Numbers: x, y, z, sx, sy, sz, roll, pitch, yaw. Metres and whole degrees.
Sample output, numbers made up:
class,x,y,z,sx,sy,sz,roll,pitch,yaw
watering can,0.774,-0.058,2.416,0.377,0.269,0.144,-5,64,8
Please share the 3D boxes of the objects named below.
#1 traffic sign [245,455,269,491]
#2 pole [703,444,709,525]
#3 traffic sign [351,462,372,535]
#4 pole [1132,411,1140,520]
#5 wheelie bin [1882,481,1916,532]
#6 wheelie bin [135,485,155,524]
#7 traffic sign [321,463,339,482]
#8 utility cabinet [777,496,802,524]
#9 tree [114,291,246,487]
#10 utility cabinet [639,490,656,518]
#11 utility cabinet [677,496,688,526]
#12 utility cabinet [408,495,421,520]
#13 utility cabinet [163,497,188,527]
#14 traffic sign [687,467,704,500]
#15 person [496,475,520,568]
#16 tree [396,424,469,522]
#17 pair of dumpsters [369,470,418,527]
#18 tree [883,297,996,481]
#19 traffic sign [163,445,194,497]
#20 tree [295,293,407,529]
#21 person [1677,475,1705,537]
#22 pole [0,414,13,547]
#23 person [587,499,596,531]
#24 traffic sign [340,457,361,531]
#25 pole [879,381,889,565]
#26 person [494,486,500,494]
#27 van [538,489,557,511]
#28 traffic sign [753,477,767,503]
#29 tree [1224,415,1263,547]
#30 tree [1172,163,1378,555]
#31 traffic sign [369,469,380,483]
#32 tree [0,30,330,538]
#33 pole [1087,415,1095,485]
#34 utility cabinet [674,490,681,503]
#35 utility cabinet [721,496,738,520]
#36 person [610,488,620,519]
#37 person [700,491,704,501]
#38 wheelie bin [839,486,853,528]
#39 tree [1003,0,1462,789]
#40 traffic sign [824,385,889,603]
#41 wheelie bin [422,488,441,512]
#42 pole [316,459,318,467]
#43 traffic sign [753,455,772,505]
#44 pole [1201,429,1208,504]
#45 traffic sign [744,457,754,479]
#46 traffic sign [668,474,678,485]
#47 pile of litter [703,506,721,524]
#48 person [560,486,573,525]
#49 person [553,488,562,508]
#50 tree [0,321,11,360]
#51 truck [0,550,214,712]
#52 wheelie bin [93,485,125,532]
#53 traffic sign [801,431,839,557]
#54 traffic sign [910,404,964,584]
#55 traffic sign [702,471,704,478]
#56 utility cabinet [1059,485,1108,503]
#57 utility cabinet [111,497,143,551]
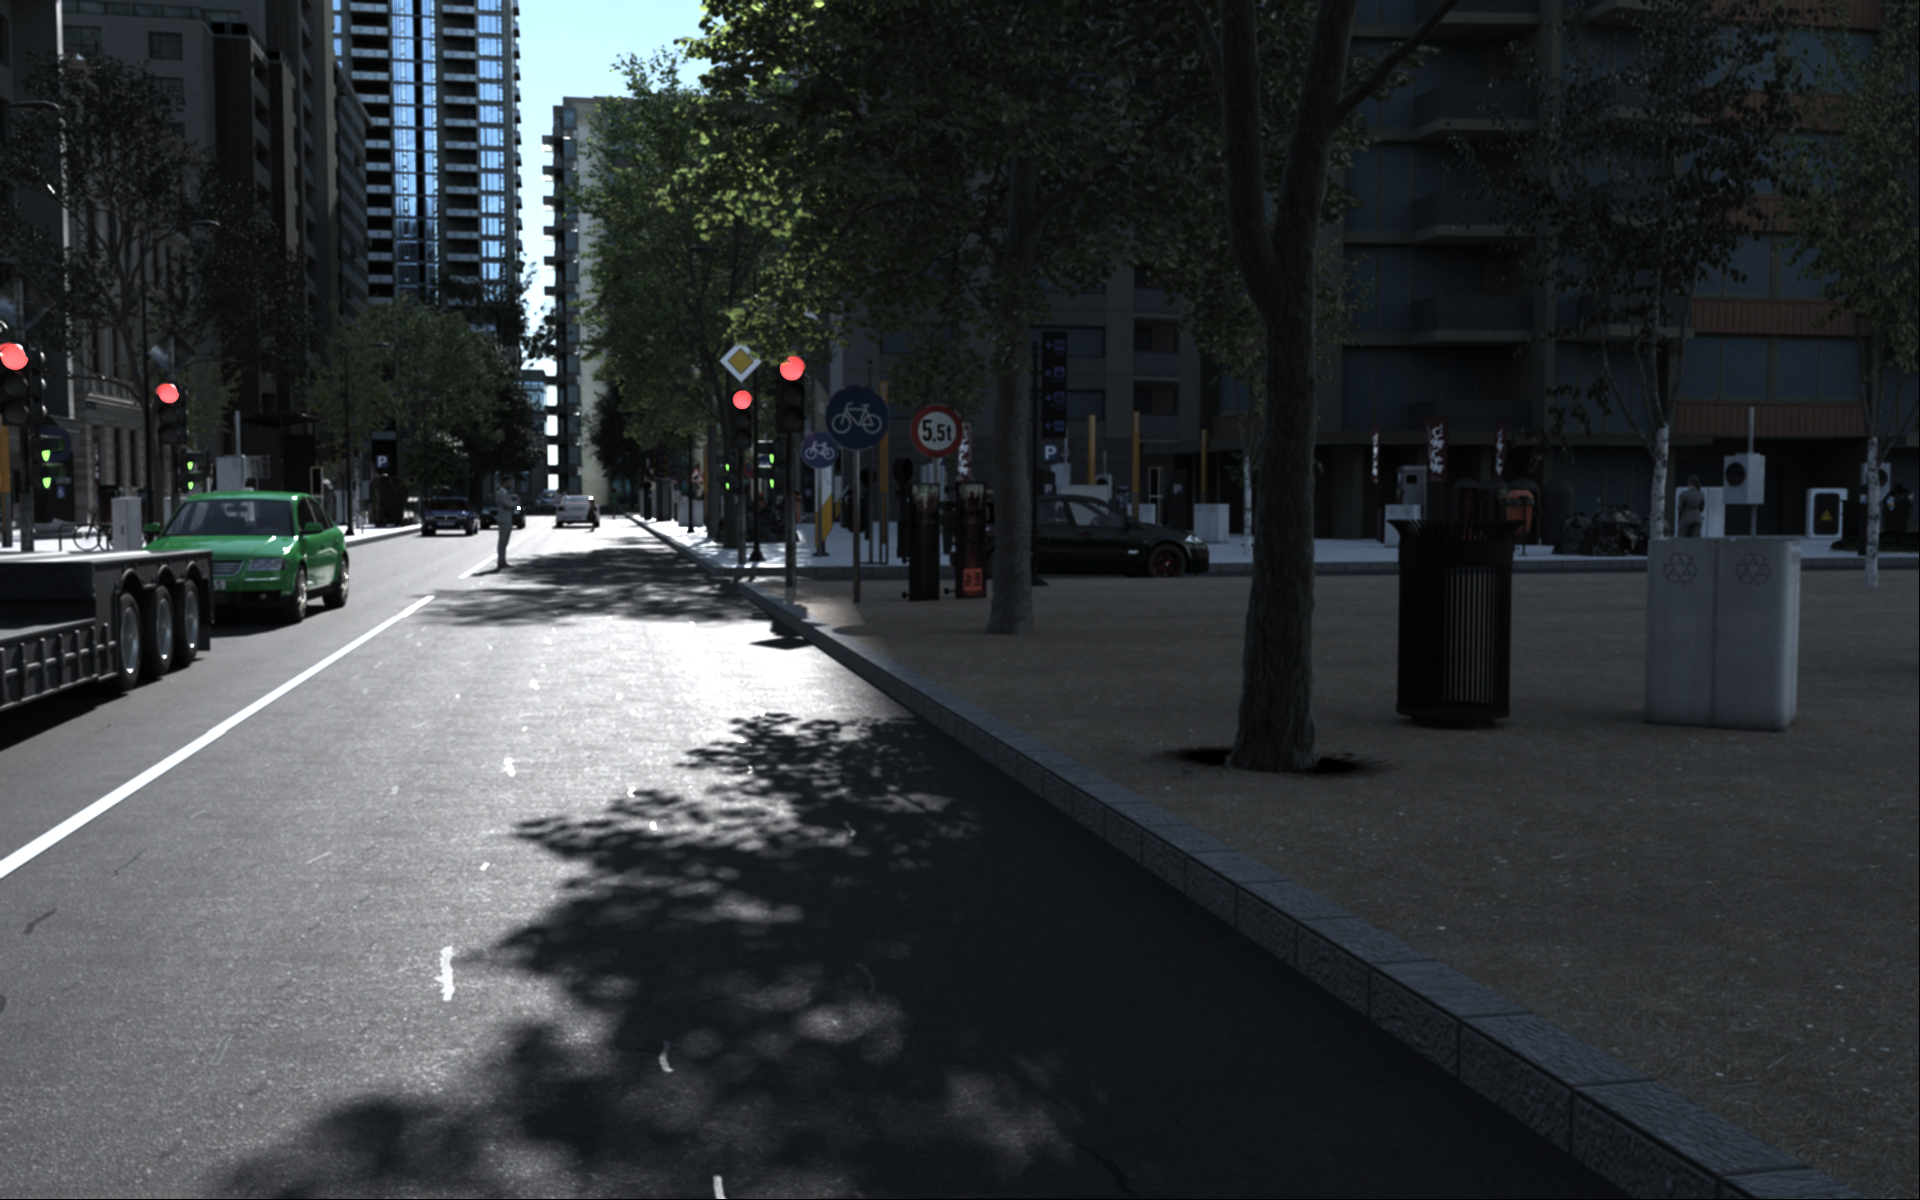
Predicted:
class,x,y,z,sx,sy,sz,roll,pitch,yaw
traffic sign,-18.613,-2.676,45.883,0.606,2.300,0.079,0,4,-4
pole,-10.354,-4.700,70.695,0.158,3.312,0.155,0,3,0
traffic sign,-18.894,-3.215,54.702,0.606,2.300,0.079,-1,4,-11
pole,4.329,-2.989,42.713,0.158,3.312,0.155,0,3,0
wheelie bin,23.119,-2.126,42.665,0.693,1.594,0.980,2,4,34
wheelie bin,-28.587,-3.242,60.918,0.693,1.594,0.980,-3,4,-37
traffic sign,-25.587,-4.291,70.267,0.768,2.556,0.104,0,4,-3
utility cabinet,-7.213,-3.792,73.166,1.020,1.237,0.306,-1,4,-17
tree,-28.826,-6.952,64.031,4.737,8.622,4.395,0,3,0
utility cabinet,-16.617,-5.157,93.002,1.173,1.500,0.318,1,4,22
utility cabinet,-11.270,-3.627,70.455,0.306,1.237,1.020,-1,4,-19
utility cabinet,-31.142,-5.336,98.406,1.020,1.237,0.306,1,4,16
utility cabinet,-15.437,-1.447,34.824,1.020,1.237,0.306,0,4,-2
traffic sign,-12.426,-4.994,81.663,0.884,2.594,0.081,0,4,-4
person,-8.728,-1.516,33.473,0.466,1.800,0.511,-1,4,-15
tree,-24.731,-5.970,81.319,4.285,4.588,4.351,0,3,0
pair of dumpsters,-22.494,-4.053,68.765,1.574,2.255,4.437,-1,4,-12
tree,-0.844,-6.770,61.055,4.737,8.622,4.395,0,3,0
traffic sign,-19.784,-2.679,43.901,0.768,2.556,0.104,0,4,-6
tree,-22.268,-6.928,63.636,4.737,8.622,4.395,0,3,0
person,13.799,-1.475,32.888,0.520,1.790,0.573,-1,4,-14
pole,-22.932,-2.920,41.588,0.158,3.312,0.155,0,3,0
person,-14.169,-3.266,66.565,0.373,1.253,0.362,-1,4,-14
traffic sign,-20.748,-3.606,59.071,0.768,2.556,0.104,0,4,-6
pole,-1.379,-2.292,31.321,0.158,3.312,0.155,0,3,0
person,-22.167,-4.549,83.053,0.511,1.800,0.466,0,4,-6
van,-35.079,-8.644,148.341,2.013,2.044,4.112,-1,4,-13
traffic sign,-6.513,-3.559,58.201,0.884,2.594,0.081,0,4,-8
tree,7.440,-2.932,42.532,1.663,3.219,1.824,0,3,0
tree,6.157,-5.236,35.965,4.737,8.622,4.395,0,3,0
traffic sign,-27.271,-4.857,80.590,0.795,2.450,0.064,0,4,-4
tree,-16.542,-6.168,35.253,7.601,10.594,8.767,2,4,26
pole,3.385,-3.110,44.690,0.158,3.312,0.155,0,3,0
utility cabinet,-16.428,-5.627,100.681,0.318,1.500,1.173,-1,4,-16
utility cabinet,-8.666,-3.295,65.028,0.306,1.237,1.020,1,4,13
person,-20.069,-5.610,100.477,0.600,1.795,0.529,0,4,3
person,-27.796,-10.923,187.228,0.705,1.807,1.348,-3,4,-38
wheelie bin,-4.203,-3.526,65.554,0.693,1.594,0.980,-1,4,-14
tree,1.446,-5.009,7.648,9.928,11.665,9.643,0,3,0
traffic sign,-1.214,-1.237,20.324,0.768,2.556,0.104,-1,4,-11
wheelie bin,-26.475,-4.824,86.772,0.980,1.594,0.693,2,4,29
pole,-37.674,-6.577,101.378,0.158,3.312,0.155,0,3,0
traffic sign,-6.446,-3.491,57.191,0.768,2.556,0.104,-1,4,-10
pole,7.684,-3.707,54.461,0.158,3.312,0.155,0,3,0
traffic sign,-6.946,-3.580,58.644,0.768,2.556,0.104,0,4,-4
traffic sign,-16.174,-5.925,96.871,0.884,2.594,0.081,0,4,-6
pile of litter,-10.115,-3.635,73.400,1.719,0.858,1.176,3,4,38
person,-18.459,-4.415,80.963,0.850,1.792,0.678,0,4,8
person,-21.485,-5.146,93.312,0.731,1.740,0.598,-2,4,-35
tree,-11.425,-2.067,17.510,4.285,4.588,4.351,0,3,0
truck,-5.663,-0.977,5.733,2.967,4.110,18.799,-1,4,-13
wheelie bin,-29.104,-3.143,59.297,0.980,1.594,0.693,-2,4,-31
traffic sign,-2.844,-2.144,35.164,0.768,2.556,0.104,0,4,-4
traffic sign,-0.326,-1.496,24.562,0.768,2.556,0.104,0,4,-3
traffic sign,-11.904,-5.053,82.722,0.768,2.556,0.104,0,4,-6
utility cabinet,3.025,-2.065,42.436,1.173,1.500,0.318,0,4,-5
utility cabinet,-16.949,-1.472,35.223,0.306,1.237,1.020,-3,5,-42
